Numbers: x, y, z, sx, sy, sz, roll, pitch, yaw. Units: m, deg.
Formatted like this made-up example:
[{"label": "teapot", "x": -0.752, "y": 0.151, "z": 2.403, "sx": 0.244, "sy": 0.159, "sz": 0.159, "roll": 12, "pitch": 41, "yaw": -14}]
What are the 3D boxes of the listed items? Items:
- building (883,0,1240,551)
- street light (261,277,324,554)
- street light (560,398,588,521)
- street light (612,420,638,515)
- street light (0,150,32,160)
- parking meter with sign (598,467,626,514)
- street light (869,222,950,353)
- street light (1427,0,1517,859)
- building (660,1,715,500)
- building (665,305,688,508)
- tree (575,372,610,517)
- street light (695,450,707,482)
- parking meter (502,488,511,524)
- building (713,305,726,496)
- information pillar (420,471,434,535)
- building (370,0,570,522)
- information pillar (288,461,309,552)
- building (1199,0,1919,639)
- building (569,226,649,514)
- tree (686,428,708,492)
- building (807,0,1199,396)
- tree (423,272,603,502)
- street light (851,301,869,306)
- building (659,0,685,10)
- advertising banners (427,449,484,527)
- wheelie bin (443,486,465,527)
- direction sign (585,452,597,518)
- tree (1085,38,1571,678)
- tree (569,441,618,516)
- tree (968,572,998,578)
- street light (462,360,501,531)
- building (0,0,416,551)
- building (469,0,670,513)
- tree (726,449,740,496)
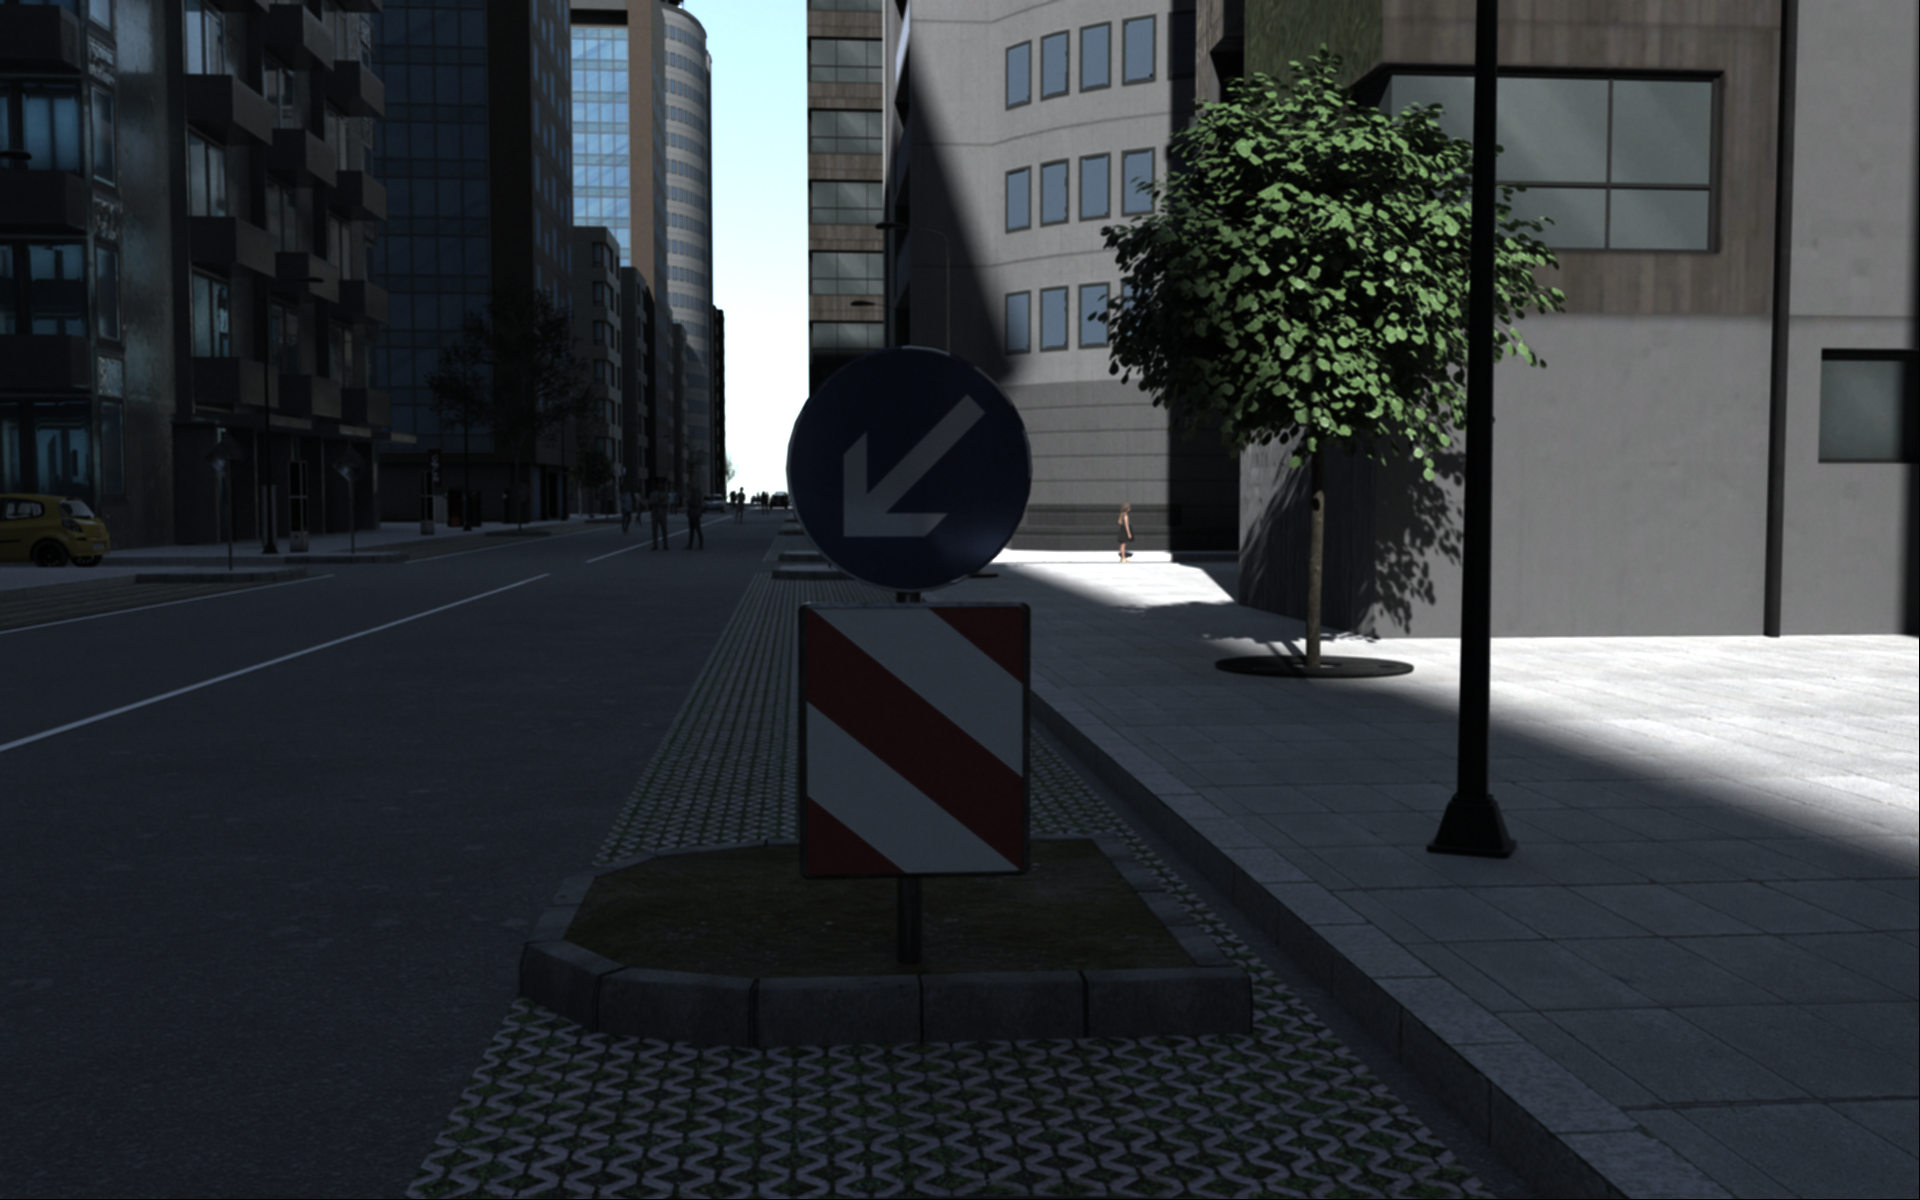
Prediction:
[{"label": "building", "x": 12.339, "y": -30.924, "z": 47.603, "sx": 28.212, "sy": 58.520, "sz": 21.231, "roll": 0, "pitch": 4, "yaw": -5}, {"label": "street light", "x": -14.290, "y": -3.949, "z": 37.105, "sx": 1.470, "sy": 5.913, "sz": 1.316, "roll": 0, "pitch": 4, "yaw": -5}, {"label": "street light", "x": -18.581, "y": -6.786, "z": 83.484, "sx": 1.470, "sy": 5.913, "sz": 1.316, "roll": 0, "pitch": 4, "yaw": -5}, {"label": "street light", "x": -21.063, "y": -8.280, "z": 107.915, "sx": 1.470, "sy": 5.913, "sz": 1.316, "roll": 0, "pitch": 4, "yaw": -5}, {"label": "street light", "x": -13.231, "y": -3.116, "z": 23.483, "sx": 1.470, "sy": 5.913, "sz": 1.316, "roll": 0, "pitch": 4, "yaw": -5}, {"label": "parking meter with sign", "x": -22.446, "y": -7.052, "z": 111.560, "sx": 1.738, "sy": 3.016, "sz": 0.543, "roll": 1, "pitch": 4, "yaw": 8}, {"label": "street light", "x": -0.744, "y": -3.499, "z": 29.753, "sx": 1.470, "sy": 5.913, "sz": 1.316, "roll": 0, "pitch": 4, "yaw": -5}, {"label": "street light", "x": 1.313, "y": -2.049, "z": 6.044, "sx": 1.470, "sy": 5.913, "sz": 1.316, "roll": 0, "pitch": 4, "yaw": -5}, {"label": "building", "x": -40.785, "y": -40.670, "z": 206.958, "sx": 21.231, "sy": 58.520, "sz": 28.212, "roll": 0, "pitch": 4, "yaw": -5}, {"label": "building", "x": -41.440, "y": -19.793, "z": 168.661, "sx": 27.650, "sy": 21.520, "sz": 28.899, "roll": 0, "pitch": 4, "yaw": -5}, {"label": "tree", "x": -21.751, "y": -9.055, "z": 98.409, "sx": 4.360, "sy": 8.622, "sz": 3.978, "roll": 0, "pitch": 3, "yaw": 0}, {"label": "street light", "x": -27.974, "y": -12.947, "z": 184.219, "sx": 1.470, "sy": 5.913, "sz": 1.316, "roll": 0, "pitch": 4, "yaw": -5}, {"label": "parking meter", "x": -19.537, "y": -4.046, "z": 74.558, "sx": 0.372, "sy": 1.533, "sz": 0.369, "roll": 0, "pitch": 3, "yaw": 0}, {"label": "building", "x": -42.590, "y": -29.861, "z": 259.930, "sx": 14.160, "sy": 30.474, "sz": 14.107, "roll": 0, "pitch": 4, "yaw": -5}, {"label": "information pillar", "x": -16.734, "y": -3.050, "z": 54.367, "sx": 0.304, "sy": 2.012, "sz": 0.304, "roll": 3, "pitch": 4, "yaw": 38}, {"label": "building", "x": -26.766, "y": -26.529, "z": 83.862, "sx": 14.600, "sy": 45.320, "sz": 14.200, "roll": 0, "pitch": 4, "yaw": -5}, {"label": "information pillar", "x": -14.644, "y": -2.070, "z": 38.328, "sx": 0.304, "sy": 2.012, "sz": 0.304, "roll": 0, "pitch": 4, "yaw": 2}, {"label": "building", "x": 10.030, "y": -15.301, "z": 21.878, "sx": 14.160, "sy": 30.474, "sz": 14.107, "roll": 0, "pitch": 4, "yaw": -5}, {"label": "building", "x": -37.887, "y": -17.135, "z": 125.204, "sx": 27.650, "sy": 21.520, "sz": 28.899, "roll": 0, "pitch": 4, "yaw": -5}, {"label": "tree", "x": -29.436, "y": -14.468, "z": 186.906, "sx": 4.360, "sy": 8.622, "sz": 3.978, "roll": 0, "pitch": 3, "yaw": 0}, {"label": "building", "x": 0.905, "y": -18.217, "z": 69.544, "sx": 14.160, "sy": 30.474, "sz": 14.107, "roll": 0, "pitch": 4, "yaw": -5}, {"label": "tree", "x": -19.108, "y": -8.529, "z": 73.867, "sx": 8.767, "sy": 10.594, "sz": 7.601, "roll": 1, "pitch": 4, "yaw": 12}, {"label": "street light", "x": -1.922, "y": -4.237, "z": 41.812, "sx": 1.470, "sy": 5.913, "sz": 1.316, "roll": 0, "pitch": 4, "yaw": -5}, {"label": "building", "x": -44.930, "y": -56.436, "z": 235.398, "sx": 22.319, "sy": 86.520, "sz": 31.000, "roll": 0, "pitch": 4, "yaw": -5}, {"label": "advertising banners", "x": -19.576, "y": -4.343, "z": 67.192, "sx": 2.074, "sy": 3.025, "sz": 0.090, "roll": -1, "pitch": 4, "yaw": -9}, {"label": "wheelie bin", "x": -19.831, "y": -3.681, "z": 68.093, "sx": 0.980, "sy": 1.594, "sz": 0.693, "roll": 0, "pitch": 4, "yaw": -7}, {"label": "direction sign", "x": -19.923, "y": -6.215, "z": 93.608, "sx": 0.379, "sy": 3.537, "sz": 0.876, "roll": 2, "pitch": 4, "yaw": 29}, {"label": "tree", "x": 2.627, "y": -1.763, "z": 12.535, "sx": 4.285, "sy": 4.588, "sz": 4.351, "roll": 0, "pitch": 3, "yaw": 0}, {"label": "tree", "x": -22.192, "y": -7.318, "z": 103.363, "sx": 4.285, "sy": 4.588, "sz": 4.351, "roll": 0, "pitch": 3, "yaw": 0}, {"label": "tree", "x": 0.183, "y": -1.980, "z": 26.980, "sx": 1.663, "sy": 3.219, "sz": 1.824, "roll": 0, "pitch": 3, "yaw": 0}, {"label": "street light", "x": -16.641, "y": -5.366, "z": 60.276, "sx": 1.470, "sy": 5.913, "sz": 1.316, "roll": 0, "pitch": 4, "yaw": -5}, {"label": "building", "x": -29.817, "y": -26.263, "z": 49.003, "sx": 23.786, "sy": 49.044, "sz": 30.456, "roll": 0, "pitch": 4, "yaw": -5}, {"label": "building", "x": -32.400, "y": -30.401, "z": 147.163, "sx": 14.600, "sy": 45.320, "sz": 14.200, "roll": 0, "pitch": 4, "yaw": -5}, {"label": "tree", "x": -36.525, "y": -19.617, "z": 271.104, "sx": 4.360, "sy": 8.622, "sz": 3.978, "roll": 0, "pitch": 3, "yaw": 0}]
